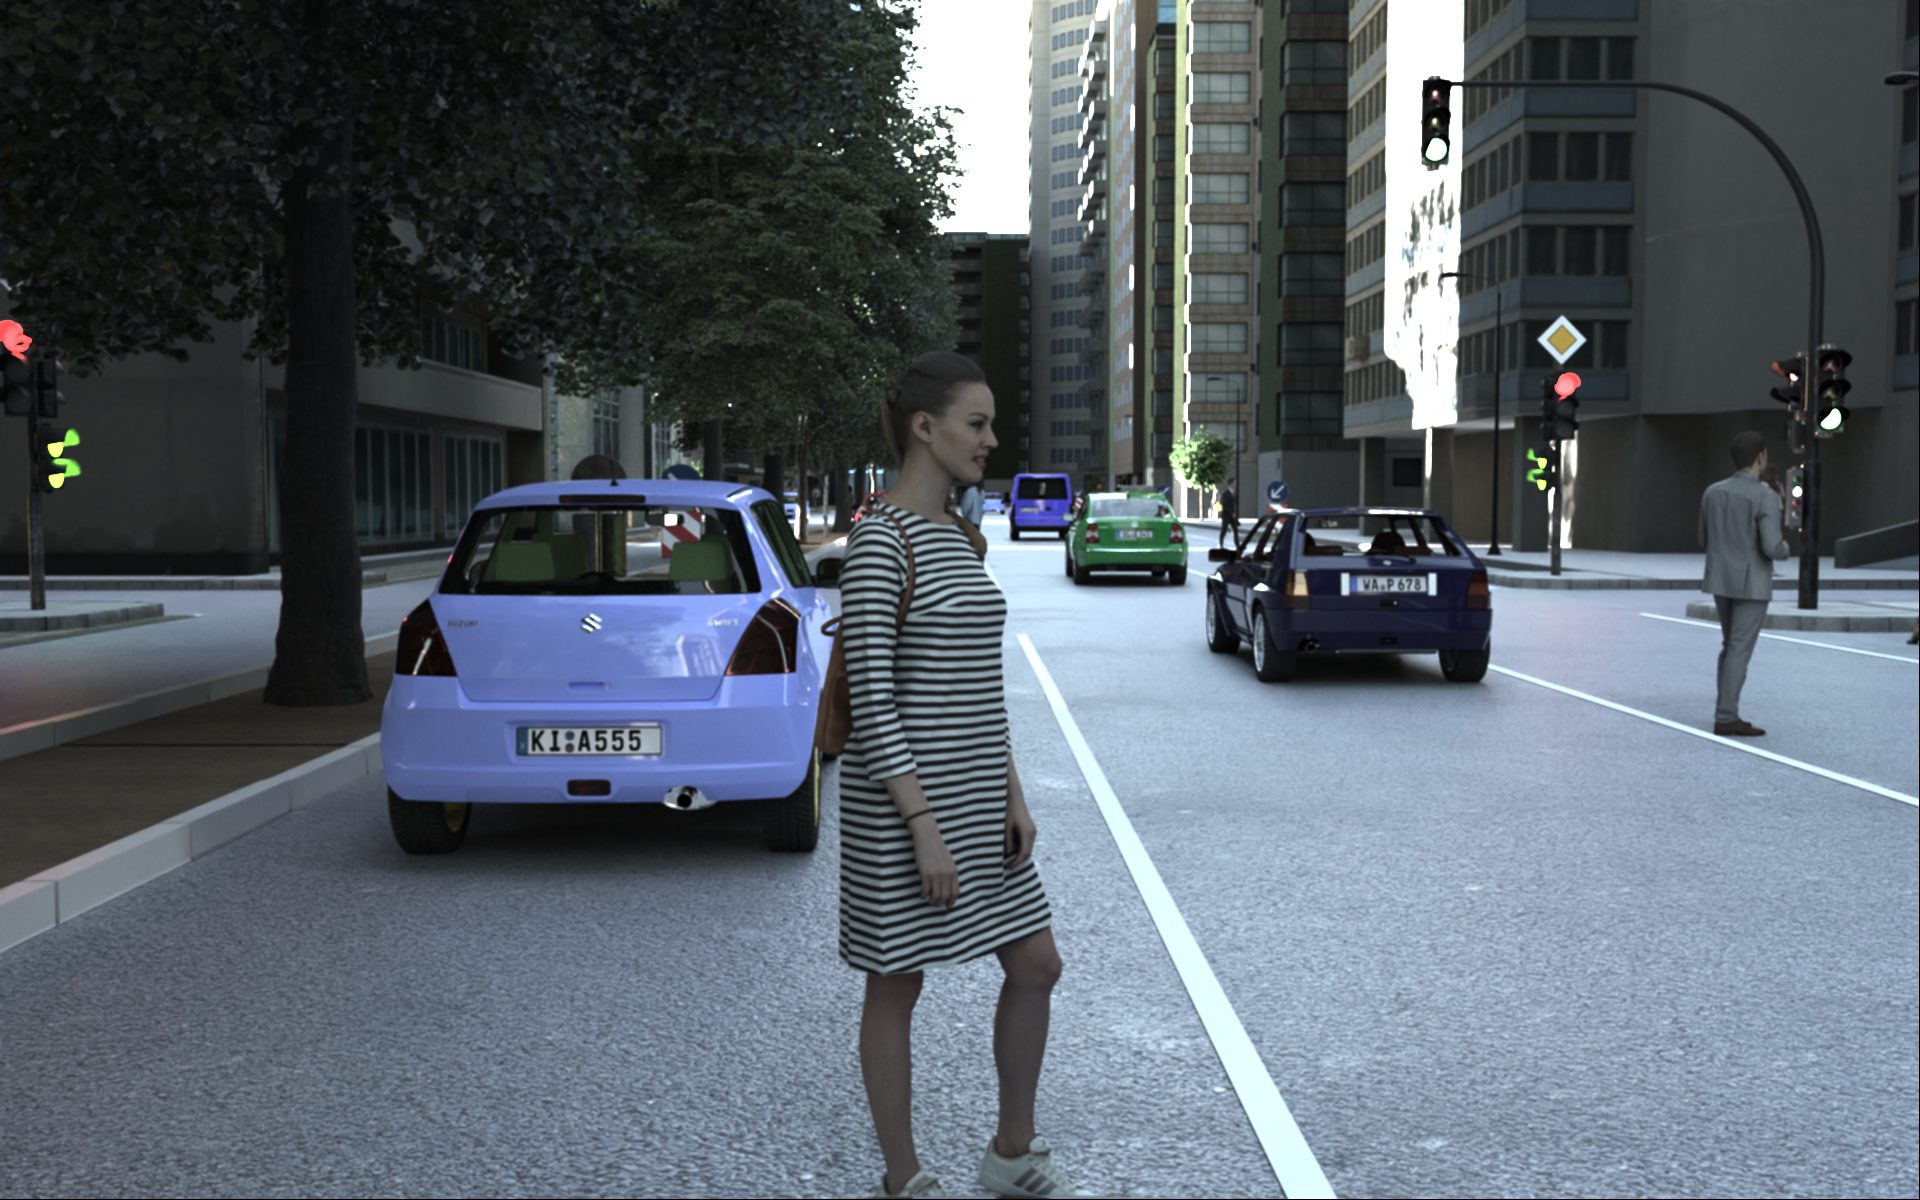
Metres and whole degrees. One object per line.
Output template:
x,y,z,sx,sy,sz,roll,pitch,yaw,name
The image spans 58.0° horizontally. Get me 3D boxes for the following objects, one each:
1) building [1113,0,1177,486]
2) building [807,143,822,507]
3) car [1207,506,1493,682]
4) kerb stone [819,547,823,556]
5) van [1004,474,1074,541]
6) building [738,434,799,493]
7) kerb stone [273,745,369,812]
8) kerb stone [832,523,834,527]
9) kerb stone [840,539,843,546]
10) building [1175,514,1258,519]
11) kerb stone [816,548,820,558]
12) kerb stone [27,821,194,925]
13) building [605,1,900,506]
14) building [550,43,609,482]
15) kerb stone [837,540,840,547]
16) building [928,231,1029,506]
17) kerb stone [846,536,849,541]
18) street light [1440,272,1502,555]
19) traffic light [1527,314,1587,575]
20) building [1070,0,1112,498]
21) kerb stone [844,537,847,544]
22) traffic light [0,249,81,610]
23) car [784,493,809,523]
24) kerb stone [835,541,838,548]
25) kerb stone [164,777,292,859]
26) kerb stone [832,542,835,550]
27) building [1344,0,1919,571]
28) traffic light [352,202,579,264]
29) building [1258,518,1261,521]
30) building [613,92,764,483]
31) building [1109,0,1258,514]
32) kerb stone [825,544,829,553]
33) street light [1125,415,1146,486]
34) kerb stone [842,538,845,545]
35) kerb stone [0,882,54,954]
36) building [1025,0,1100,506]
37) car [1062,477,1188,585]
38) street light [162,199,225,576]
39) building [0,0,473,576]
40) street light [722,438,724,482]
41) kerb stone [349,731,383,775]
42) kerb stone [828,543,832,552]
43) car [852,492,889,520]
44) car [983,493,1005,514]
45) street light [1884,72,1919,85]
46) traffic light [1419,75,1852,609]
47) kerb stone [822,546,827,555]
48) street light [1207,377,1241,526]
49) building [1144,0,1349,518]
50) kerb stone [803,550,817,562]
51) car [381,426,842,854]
18.635,-28.988,124.059,14.600,45.320,14.200,0,4,0,building
-25.406,-28.761,162.116,23.993,40.220,32.217,0,4,0,building
3.130,-0.120,14.538,1.945,1.354,3.894,0,4,0,car
-3.284,-1.062,39.608,0.120,0.150,1.000,0,4,0,kerb stone
2.532,-3.088,54.873,2.240,2.365,5.245,0,4,1,van
-20.234,-27.684,136.229,14.154,41.232,14.086,0,4,0,building
-3.073,0.855,8.303,0.120,0.150,1.000,0,4,0,kerb stone
-5.636,-3.324,76.537,0.120,0.150,1.000,0,4,0,kerb stone
-3.328,-1.505,46.806,0.120,0.150,1.000,0,4,0,kerb stone
18.593,-25.151,94.814,14.154,41.232,14.086,0,4,0,building
-3.272,-1.002,38.586,0.120,0.150,1.000,0,4,0,kerb stone
-3.057,0.975,6.253,0.120,0.150,1.000,0,4,0,kerb stone
-22.106,-54.018,195.860,31.000,86.520,22.319,0,4,0,building
-23.366,-46.271,69.209,22.319,86.520,31.000,0,4,0,building
-3.330,-1.442,45.775,0.120,0.150,1.000,0,4,0,kerb stone
0.479,-25.767,192.985,14.107,30.474,14.160,0,4,0,building
-3.350,-1.693,49.880,0.120,0.150,1.000,0,4,0,kerb stone
10.725,-3.902,36.334,1.470,5.913,1.316,0,4,0,street light
9.390,-2.344,27.240,0.839,4.253,0.868,0,4,0,traffic light
22.771,-33.155,161.689,23.786,49.044,30.456,0,4,0,building
-3.342,-1.626,48.855,0.120,0.150,1.000,0,4,0,kerb stone
-10.216,-1.846,19.107,0.839,4.253,0.868,0,4,0,traffic light
-8.297,-4.566,84.237,1.945,1.707,3.694,0,3,0,car
-3.315,-1.377,44.753,0.120,0.150,1.000,0,4,0,kerb stone
-3.069,0.913,7.275,0.120,0.150,1.000,0,4,0,kerb stone
-3.315,-1.317,43.729,0.120,0.150,1.000,0,4,0,kerb stone
23.494,-21.457,42.698,23.993,40.220,32.217,0,4,0,building
-8.179,-3.209,27.141,4.771,5.953,1.251,0,4,0,traffic light
18.718,-18.207,69.394,14.160,30.474,14.107,0,4,0,building
-27.679,-32.161,115.075,28.713,52.752,27.495,0,4,0,building
18.913,-27.852,138.967,14.154,41.232,14.086,0,4,0,building
-3.298,-1.191,41.668,0.120,0.150,1.000,0,4,0,kerb stone
10.362,-7.901,101.722,1.470,5.913,1.316,0,4,0,street light
-3.340,-1.568,47.830,0.120,0.150,1.000,0,4,0,kerb stone
-3.051,1.038,5.232,0.120,0.150,1.000,0,4,0,kerb stone
21.831,-40.006,196.090,28.212,58.520,21.231,0,4,0,building
2.699,-1.220,28.746,1.959,1.807,4.718,0,4,1,car
-11.852,-3.337,27.098,1.470,5.913,1.316,0,4,0,street light
-21.906,-25.226,36.141,21.300,48.544,21.600,0,4,0,building
-12.142,-7.336,92.486,1.470,5.913,1.316,0,4,0,street light
-3.078,0.789,9.324,0.120,0.150,1.000,0,4,0,kerb stone
-3.302,-1.254,42.699,0.120,0.150,1.000,0,4,0,kerb stone
-2.098,-2.533,50.448,2.155,1.783,4.494,0,4,-2,car
2.307,-6.940,123.062,1.945,1.707,3.694,0,4,-1,car
10.878,-2.857,19.252,1.470,5.913,1.316,0,4,0,street light
7.353,-2.718,19.100,4.771,5.953,1.251,0,4,0,traffic light
-3.285,-1.127,40.632,0.120,0.150,1.000,0,4,0,kerb stone
10.532,-5.901,69.028,1.470,5.913,1.316,0,4,0,street light
18.599,-20.715,110.384,14.160,30.474,14.107,0,4,0,building
-3.263,-0.939,37.556,0.120,0.150,1.000,0,4,0,kerb stone
-1.445,0.084,8.219,1.945,1.707,3.694,0,4,-2,car
